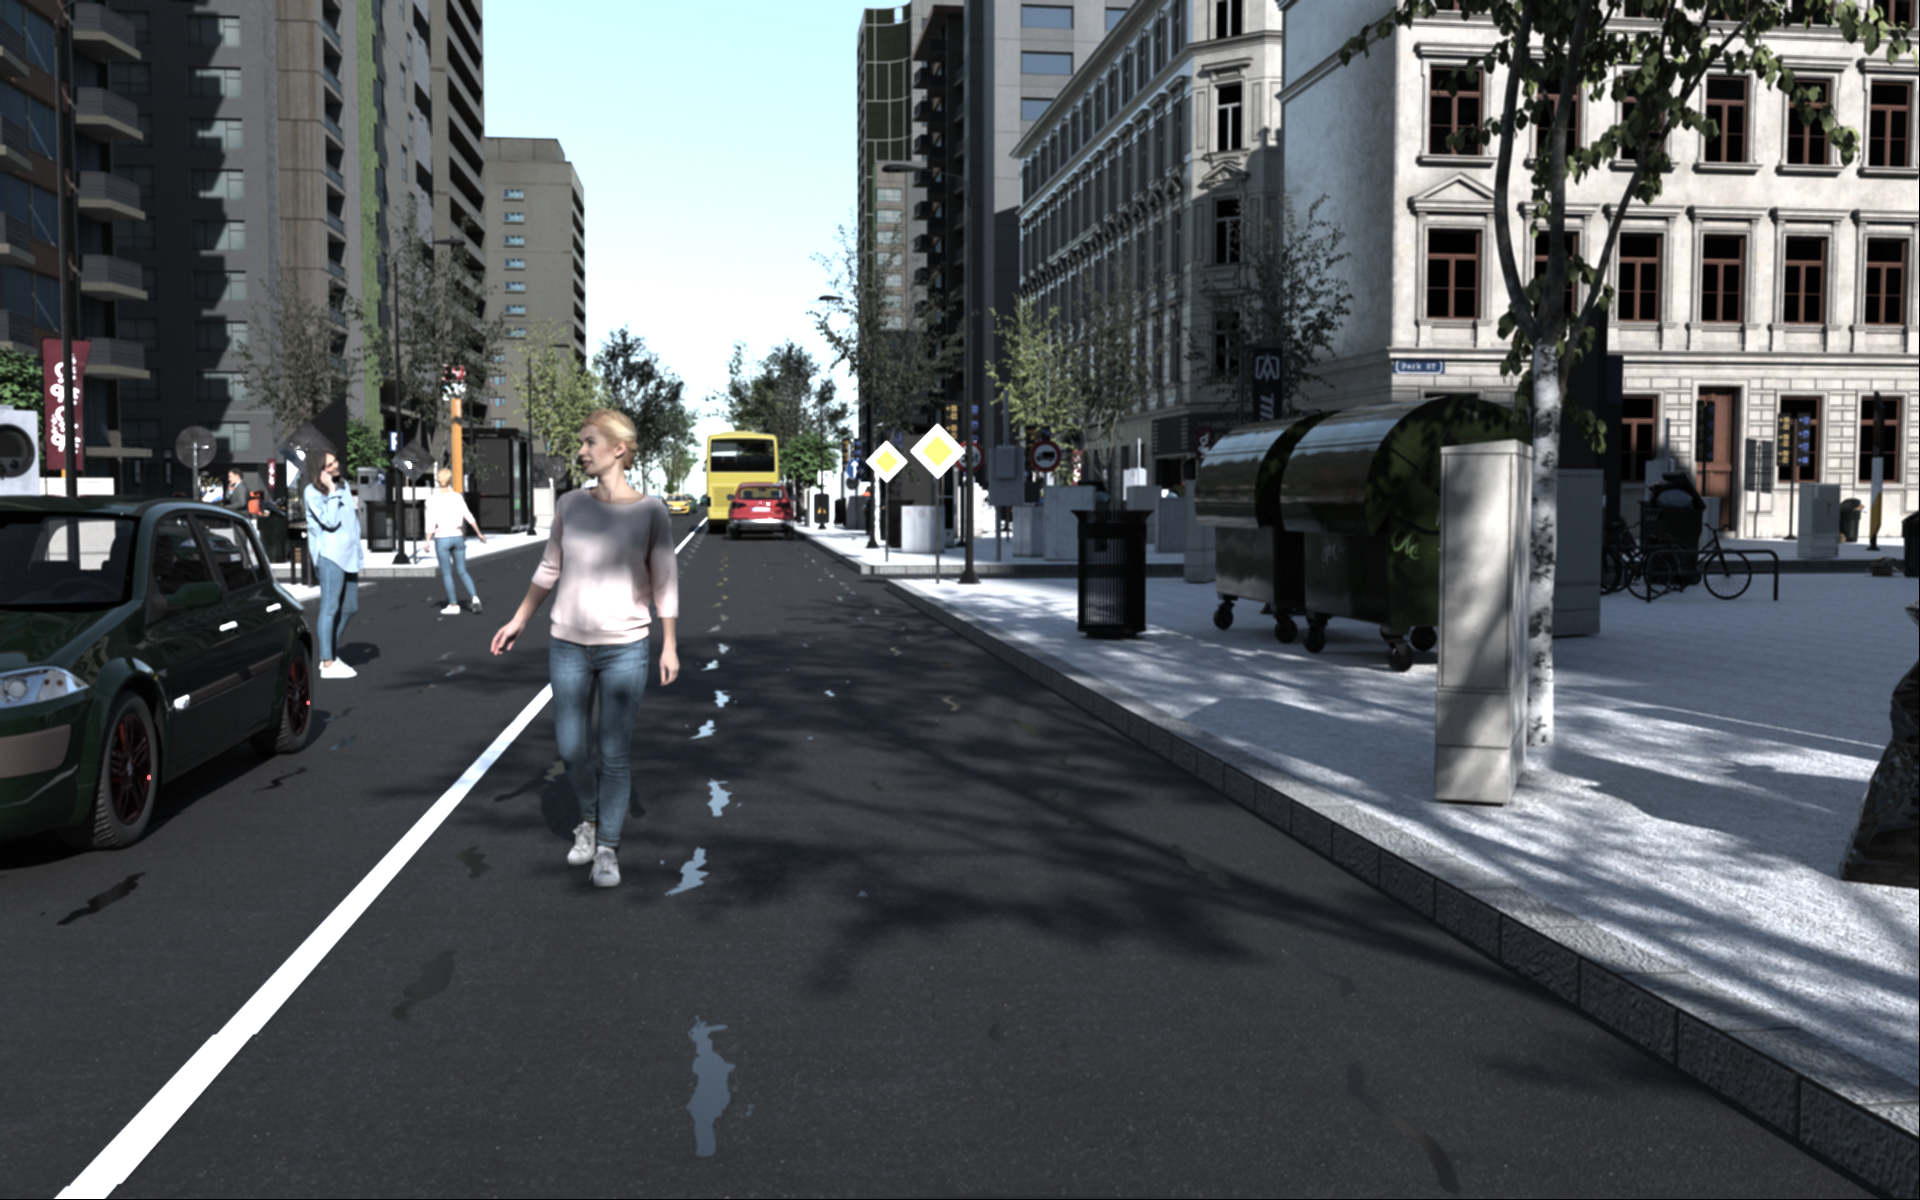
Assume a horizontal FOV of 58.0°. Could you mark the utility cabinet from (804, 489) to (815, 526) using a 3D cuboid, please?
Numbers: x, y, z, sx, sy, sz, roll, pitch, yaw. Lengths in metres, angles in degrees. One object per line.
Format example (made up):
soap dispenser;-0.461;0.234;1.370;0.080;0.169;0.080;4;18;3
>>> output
utility cabinet;-6.032;-3.731;69.687;0.318;1.500;1.173;0;4;2

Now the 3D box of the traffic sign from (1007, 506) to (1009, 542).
traffic sign;1.291;-2.727;46.716;0.606;2.300;0.079;0;4;-7

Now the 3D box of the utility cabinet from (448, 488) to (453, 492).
utility cabinet;-18.401;-3.263;62.036;1.173;1.500;0.318;0;4;4

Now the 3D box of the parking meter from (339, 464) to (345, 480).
parking meter;-12.105;-1.713;33.726;0.255;1.863;0.399;-1;4;-19

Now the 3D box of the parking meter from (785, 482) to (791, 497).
parking meter;-8.627;-4.966;86.897;0.255;1.863;0.399;0;4;-6

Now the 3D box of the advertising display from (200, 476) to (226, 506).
advertising display;-27.373;-3.563;63.475;0.974;1.923;0.123;1;4;12

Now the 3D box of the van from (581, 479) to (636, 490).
van;-9.219;-2.339;45.259;2.013;2.044;4.112;0;4;-8

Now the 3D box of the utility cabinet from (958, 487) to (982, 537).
utility cabinet;0.070;-2.597;51.137;1.173;1.500;0.318;0;4;4

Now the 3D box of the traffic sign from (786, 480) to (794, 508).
traffic sign;-8.910;-5.662;92.579;0.884;2.594;0.081;0;4;-7

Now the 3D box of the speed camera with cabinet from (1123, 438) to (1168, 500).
speed camera with cabinet;6.693;-4.153;62.244;0.660;3.252;2.038;3;5;43

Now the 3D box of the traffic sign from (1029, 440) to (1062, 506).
traffic sign;1.998;-2.479;40.644;0.768;2.556;0.104;0;4;-7

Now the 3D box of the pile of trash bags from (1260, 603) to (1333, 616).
pile of trash bags;4.706;-0.598;19.535;1.912;1.369;3.447;2;4;28

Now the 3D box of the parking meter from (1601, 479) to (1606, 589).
parking meter;8.595;-0.929;23.605;0.372;1.533;0.369;0;3;0

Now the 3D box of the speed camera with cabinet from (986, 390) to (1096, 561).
speed camera with cabinet;1.578;-2.379;33.230;2.038;3.252;0.660;0;4;4

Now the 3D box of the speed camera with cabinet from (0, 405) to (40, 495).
speed camera with cabinet;-21.763;-2.813;40.323;0.660;3.252;2.038;2;4;32

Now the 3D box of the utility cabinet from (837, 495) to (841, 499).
utility cabinet;-6.083;-4.787;89.435;0.306;1.237;1.020;1;4;13

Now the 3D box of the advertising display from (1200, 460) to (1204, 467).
advertising display;4.881;-1.710;33.170;0.123;1.923;0.974;3;4;38

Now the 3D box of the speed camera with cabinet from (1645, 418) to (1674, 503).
speed camera with cabinet;18.665;-3.149;45.820;0.660;3.252;2.038;3;4;36

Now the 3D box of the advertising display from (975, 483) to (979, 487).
advertising display;0.599;-5.593;96.659;0.974;1.923;0.123;0;4;2

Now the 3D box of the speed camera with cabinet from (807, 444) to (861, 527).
speed camera with cabinet;-4.935;-4.486;67.687;2.038;3.252;0.660;-1;4;-19

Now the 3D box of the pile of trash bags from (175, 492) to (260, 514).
pile of trash bags;-29.423;-3.664;69.665;1.912;1.369;3.447;1;4;17

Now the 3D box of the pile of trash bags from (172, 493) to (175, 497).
pile of trash bags;-34.192;-4.236;79.007;3.447;1.369;1.912;0;4;-2

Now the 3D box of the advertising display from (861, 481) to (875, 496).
advertising display;-4.612;-5.065;88.031;0.974;1.923;0.123;1;4;13

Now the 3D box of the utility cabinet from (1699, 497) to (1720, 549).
utility cabinet;17.608;-1.830;41.087;0.306;1.237;1.020;0;4;-6

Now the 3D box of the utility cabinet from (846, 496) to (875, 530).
utility cabinet;-3.594;-3.146;62.605;1.020;1.237;0.306;1;4;8

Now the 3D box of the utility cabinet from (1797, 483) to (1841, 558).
utility cabinet;17.088;-1.575;34.423;1.173;1.500;0.318;-3;5;-40

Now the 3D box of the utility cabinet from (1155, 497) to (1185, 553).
utility cabinet;4.754;-1.621;37.665;1.020;1.237;0.306;-1;4;-15

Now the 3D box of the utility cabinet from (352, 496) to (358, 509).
utility cabinet;-21.512;-3.088;61.655;0.306;1.237;1.020;3;5;40

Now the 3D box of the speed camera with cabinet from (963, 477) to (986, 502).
speed camera with cabinet;1.318;-5.176;78.970;2.038;3.252;0.660;0;4;8

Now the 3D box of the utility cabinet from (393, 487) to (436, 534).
utility cabinet;-17.517;-2.866;55.535;1.173;1.500;0.318;-1;4;-9

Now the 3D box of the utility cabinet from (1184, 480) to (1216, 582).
utility cabinet;3.540;-1.022;25.394;0.318;1.500;1.173;1;4;19

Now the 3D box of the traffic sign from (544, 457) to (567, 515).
traffic sign;-13.854;-3.620;59.290;0.768;2.556;0.104;0;4;-7

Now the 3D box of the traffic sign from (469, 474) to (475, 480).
traffic sign;-17.890;-3.914;64.103;0.768;2.556;0.104;0;4;-1

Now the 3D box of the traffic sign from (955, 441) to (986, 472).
traffic sign;0.225;-2.523;41.353;0.768;2.556;0.104;0;4;-2

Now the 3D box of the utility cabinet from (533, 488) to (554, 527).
utility cabinet;-16.041;-3.516;66.164;1.173;1.500;0.318;2;4;25

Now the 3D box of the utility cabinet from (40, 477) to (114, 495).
utility cabinet;-12.097;-0.902;23.422;1.173;1.500;0.318;-3;5;-40

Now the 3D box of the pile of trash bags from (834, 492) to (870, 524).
pile of trash bags;-4.584;-4.017;75.425;1.912;1.369;3.447;1;4;20

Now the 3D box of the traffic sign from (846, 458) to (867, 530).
traffic sign;-3.709;-3.791;62.087;0.768;2.556;0.104;0;4;-7

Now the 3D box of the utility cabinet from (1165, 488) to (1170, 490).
utility cabinet;7.993;-3.510;66.066;0.318;1.500;1.173;1;4;15

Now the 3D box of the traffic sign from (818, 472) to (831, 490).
traffic sign;-6.044;-4.609;77.480;0.606;2.300;0.079;0;4;-5

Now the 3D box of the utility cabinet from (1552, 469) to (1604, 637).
utility cabinet;5.198;-0.414;15.448;1.173;1.500;0.318;-2;4;-30

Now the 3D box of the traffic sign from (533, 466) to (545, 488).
traffic sign;-19.400;-4.848;79.373;0.768;2.556;0.104;0;4;-2

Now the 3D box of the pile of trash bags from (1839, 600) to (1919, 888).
pile of trash bags;4.397;0.290;5.006;1.912;1.369;3.447;-2;4;-29

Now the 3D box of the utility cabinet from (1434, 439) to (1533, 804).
utility cabinet;2.301;0.065;7.610;0.318;1.500;1.173;1;4;21

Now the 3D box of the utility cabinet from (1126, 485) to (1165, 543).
utility cabinet;4.781;-2.225;45.059;0.318;1.500;1.173;3;5;42
